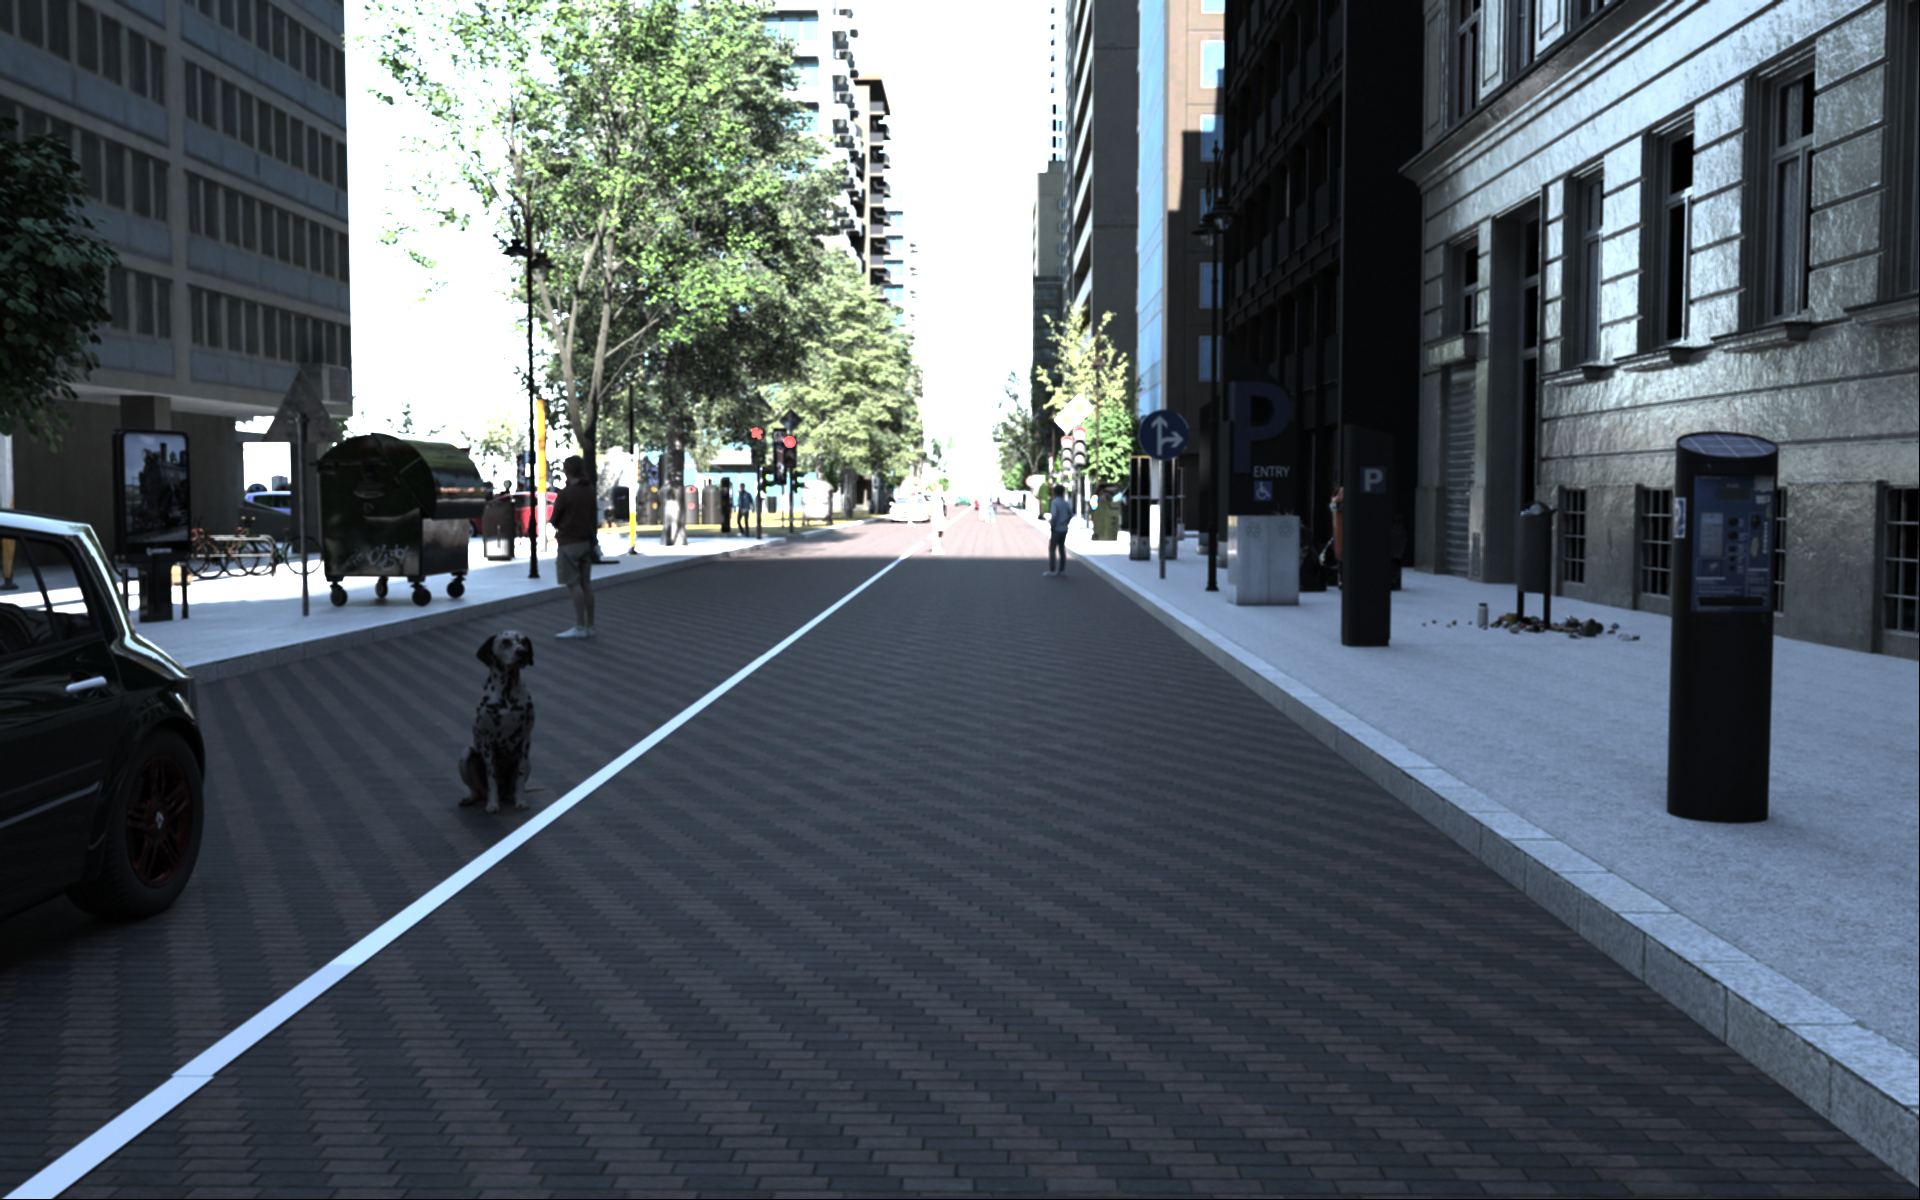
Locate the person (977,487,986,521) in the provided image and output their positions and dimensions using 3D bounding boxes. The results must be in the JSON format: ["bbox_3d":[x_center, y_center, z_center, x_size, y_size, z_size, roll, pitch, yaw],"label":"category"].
[{"bbox_3d":[1.228,-5.223,93.996,0.391,1.810,0.635,2,4,35],"label":"person"}]

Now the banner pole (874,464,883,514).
[{"bbox_3d":[-5.123,-7.318,109.671,0.863,3.779,0.401,2,4,32],"label":"banner pole"}]

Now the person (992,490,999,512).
[{"bbox_3d":[2.777,-7.908,138.319,0.617,1.759,0.750,1,4,19],"label":"person"}]

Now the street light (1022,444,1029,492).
[{"bbox_3d":[5.125,-9.711,131.562,0.468,5.910,1.993,0,4,1],"label":"street light"}]

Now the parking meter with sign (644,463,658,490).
[{"bbox_3d":[-16.933,-6.193,97.523,1.738,3.016,0.543,2,4,28],"label":"parking meter with sign"}]

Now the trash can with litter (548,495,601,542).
[{"bbox_3d":[-10.624,-2.175,46.616,1.678,1.210,2.233,0,4,1],"label":"trash can with litter"}]

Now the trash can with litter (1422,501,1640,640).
[{"bbox_3d":[5.468,-0.313,16.183,1.678,1.210,2.233,-1,4,-11],"label":"trash can with litter"}]

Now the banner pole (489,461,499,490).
[{"bbox_3d":[-34.593,-8.462,128.378,0.863,3.779,0.401,-2,4,-26],"label":"banner pole"}]

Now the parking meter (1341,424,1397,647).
[{"bbox_3d":[3.452,-0.545,14.628,0.399,1.863,0.255,0,4,-6],"label":"parking meter"}]

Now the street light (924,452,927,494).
[{"bbox_3d":[-3.719,-13.004,185.398,0.468,5.910,1.993,0,4,1],"label":"street light"}]

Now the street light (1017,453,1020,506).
[{"bbox_3d":[5.630,-11.215,156.146,0.468,5.910,1.993,0,4,1],"label":"street light"}]

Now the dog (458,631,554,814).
[{"bbox_3d":[-2.068,0.535,8.083,0.513,0.831,0.800,1,4,14],"label":"dog"}]

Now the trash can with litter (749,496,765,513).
[{"bbox_3d":[-13.999,-6.487,117.119,1.678,1.210,2.233,2,4,26],"label":"trash can with litter"}]

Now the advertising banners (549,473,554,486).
[{"bbox_3d":[-28.738,-7.536,119.405,0.090,3.025,2.074,3,4,36],"label":"advertising banners"}]

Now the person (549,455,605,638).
[{"bbox_3d":[-3.852,-0.546,17.396,0.573,1.828,0.580,-2,4,-25],"label":"person"}]

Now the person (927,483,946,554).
[{"bbox_3d":[-0.549,-1.962,41.585,0.522,1.701,0.512,-1,4,-21],"label":"person"}]

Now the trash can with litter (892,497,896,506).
[{"bbox_3d":[-4.666,-6.934,124.754,1.055,1.170,0.624,0,4,2],"label":"trash can with litter"}]

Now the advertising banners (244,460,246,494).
[{"bbox_3d":[-35.832,-5.627,88.186,2.074,3.025,0.090,-1,4,-21],"label":"advertising banners"}]

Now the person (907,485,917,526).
[{"bbox_3d":[-2.185,-4.295,78.698,0.573,1.828,0.580,-3,5,-40],"label":"person"}]

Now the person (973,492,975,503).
[{"bbox_3d":[2.143,-15.806,266.906,0.705,1.826,1.348,0,4,-7],"label":"person"}]

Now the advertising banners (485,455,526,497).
[{"bbox_3d":[-20.152,-4.922,76.661,2.074,3.025,0.090,-1,4,-17],"label":"advertising banners"}]

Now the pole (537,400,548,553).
[{"bbox_3d":[-9.033,-2.668,37.457,0.158,3.312,0.155,0,3,0],"label":"pole"}]

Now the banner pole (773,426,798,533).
[{"bbox_3d":[-5.834,-4.141,57.729,0.863,3.779,0.401,0,4,5],"label":"banner pole"}]

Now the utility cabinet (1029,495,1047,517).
[{"bbox_3d":[4.469,-5.357,98.750,1.020,1.237,0.306,-1,4,-21],"label":"utility cabinet"}]

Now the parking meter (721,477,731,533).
[{"bbox_3d":[-7.790,-3.173,57.596,0.255,1.863,0.399,0,4,3],"label":"parking meter"}]

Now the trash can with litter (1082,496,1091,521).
[{"bbox_3d":[6.208,-4.335,82.262,0.624,1.170,1.055,-1,4,-20],"label":"trash can with litter"}]

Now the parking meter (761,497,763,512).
[{"bbox_3d":[-14.537,-7.346,125.820,0.255,1.863,0.399,2,4,30],"label":"parking meter"}]

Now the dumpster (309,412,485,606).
[{"bbox_3d":[-6.641,-1.102,20.510,1.502,2.255,1.985,0,4,1],"label":"dumpster"}]

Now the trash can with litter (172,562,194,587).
[{"bbox_3d":[-11.076,-0.791,24.318,1.055,1.170,0.624,3,5,43],"label":"trash can with litter"}]

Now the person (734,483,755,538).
[{"bbox_3d":[-6.693,-2.746,53.747,0.601,1.785,0.444,1,4,17],"label":"person"}]

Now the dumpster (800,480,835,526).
[{"bbox_3d":[-5.739,-3.904,69.583,1.264,1.857,1.865,0,4,1],"label":"dumpster"}]

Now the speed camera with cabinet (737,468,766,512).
[{"bbox_3d":[-15.035,-7.981,124.824,2.038,3.252,0.660,1,4,8],"label":"speed camera with cabinet"}]

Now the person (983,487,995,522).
[{"bbox_3d":[1.488,-4.967,90.056,0.623,1.781,0.721,1,4,22],"label":"person"}]

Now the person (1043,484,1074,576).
[{"bbox_3d":[1.732,-1.229,30.397,0.589,1.601,0.330,-3,4,-37],"label":"person"}]

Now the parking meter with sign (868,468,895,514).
[{"bbox_3d":[-5.191,-7.225,114.390,1.738,3.016,0.543,-1,4,-20],"label":"parking meter with sign"}]

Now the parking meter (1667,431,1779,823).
[{"bbox_3d":[3.029,0.093,6.883,0.372,1.533,0.369,0,3,0],"label":"parking meter"}]

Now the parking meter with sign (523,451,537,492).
[{"bbox_3d":[-17.217,-4.465,69.262,0.543,3.016,1.738,-1,4,-12],"label":"parking meter with sign"}]

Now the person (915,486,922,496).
[{"bbox_3d":[-2.455,-5.475,97.370,0.474,1.900,0.648,2,4,24],"label":"person"}]

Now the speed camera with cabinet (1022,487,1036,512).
[{"bbox_3d":[5.121,-7.987,124.919,0.660,3.252,2.038,-1,4,-21],"label":"speed camera with cabinet"}]

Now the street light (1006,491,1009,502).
[{"bbox_3d":[7.486,-17.925,265.853,0.468,5.910,1.993,0,4,1],"label":"street light"}]

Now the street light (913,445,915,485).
[{"bbox_3d":[-4.306,-11.438,159.793,0.468,5.910,1.993,0,4,1],"label":"street light"}]

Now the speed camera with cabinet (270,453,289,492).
[{"bbox_3d":[-31.911,-5.417,82.910,2.038,3.252,0.660,0,4,7],"label":"speed camera with cabinet"}]

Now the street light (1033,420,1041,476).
[{"bbox_3d":[4.708,-8.145,105.957,0.468,5.910,1.993,0,4,1],"label":"street light"}]

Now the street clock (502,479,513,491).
[{"bbox_3d":[-22.102,-4.896,84.619,0.471,2.002,0.358,2,4,25],"label":"street clock"}]

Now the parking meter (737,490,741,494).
[{"bbox_3d":[-14.329,-6.396,112.986,0.372,1.533,0.369,0,3,0],"label":"parking meter"}]

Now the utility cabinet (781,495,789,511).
[{"bbox_3d":[-12.881,-7.143,127.947,0.306,1.237,1.020,1,4,20],"label":"utility cabinet"}]

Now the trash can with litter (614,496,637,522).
[{"bbox_3d":[-15.179,-4.206,79.822,2.233,1.210,1.678,-1,4,-18],"label":"trash can with litter"}]

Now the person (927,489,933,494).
[{"bbox_3d":[-2.093,-6.920,121.828,0.592,1.802,0.473,3,5,40],"label":"person"}]

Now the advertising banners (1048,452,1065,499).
[{"bbox_3d":[4.132,-4.712,73.221,0.090,3.025,2.074,2,4,27],"label":"advertising banners"}]

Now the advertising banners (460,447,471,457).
[{"bbox_3d":[-18.807,-4.133,63.763,0.090,3.025,2.074,3,4,36],"label":"advertising banners"}]
